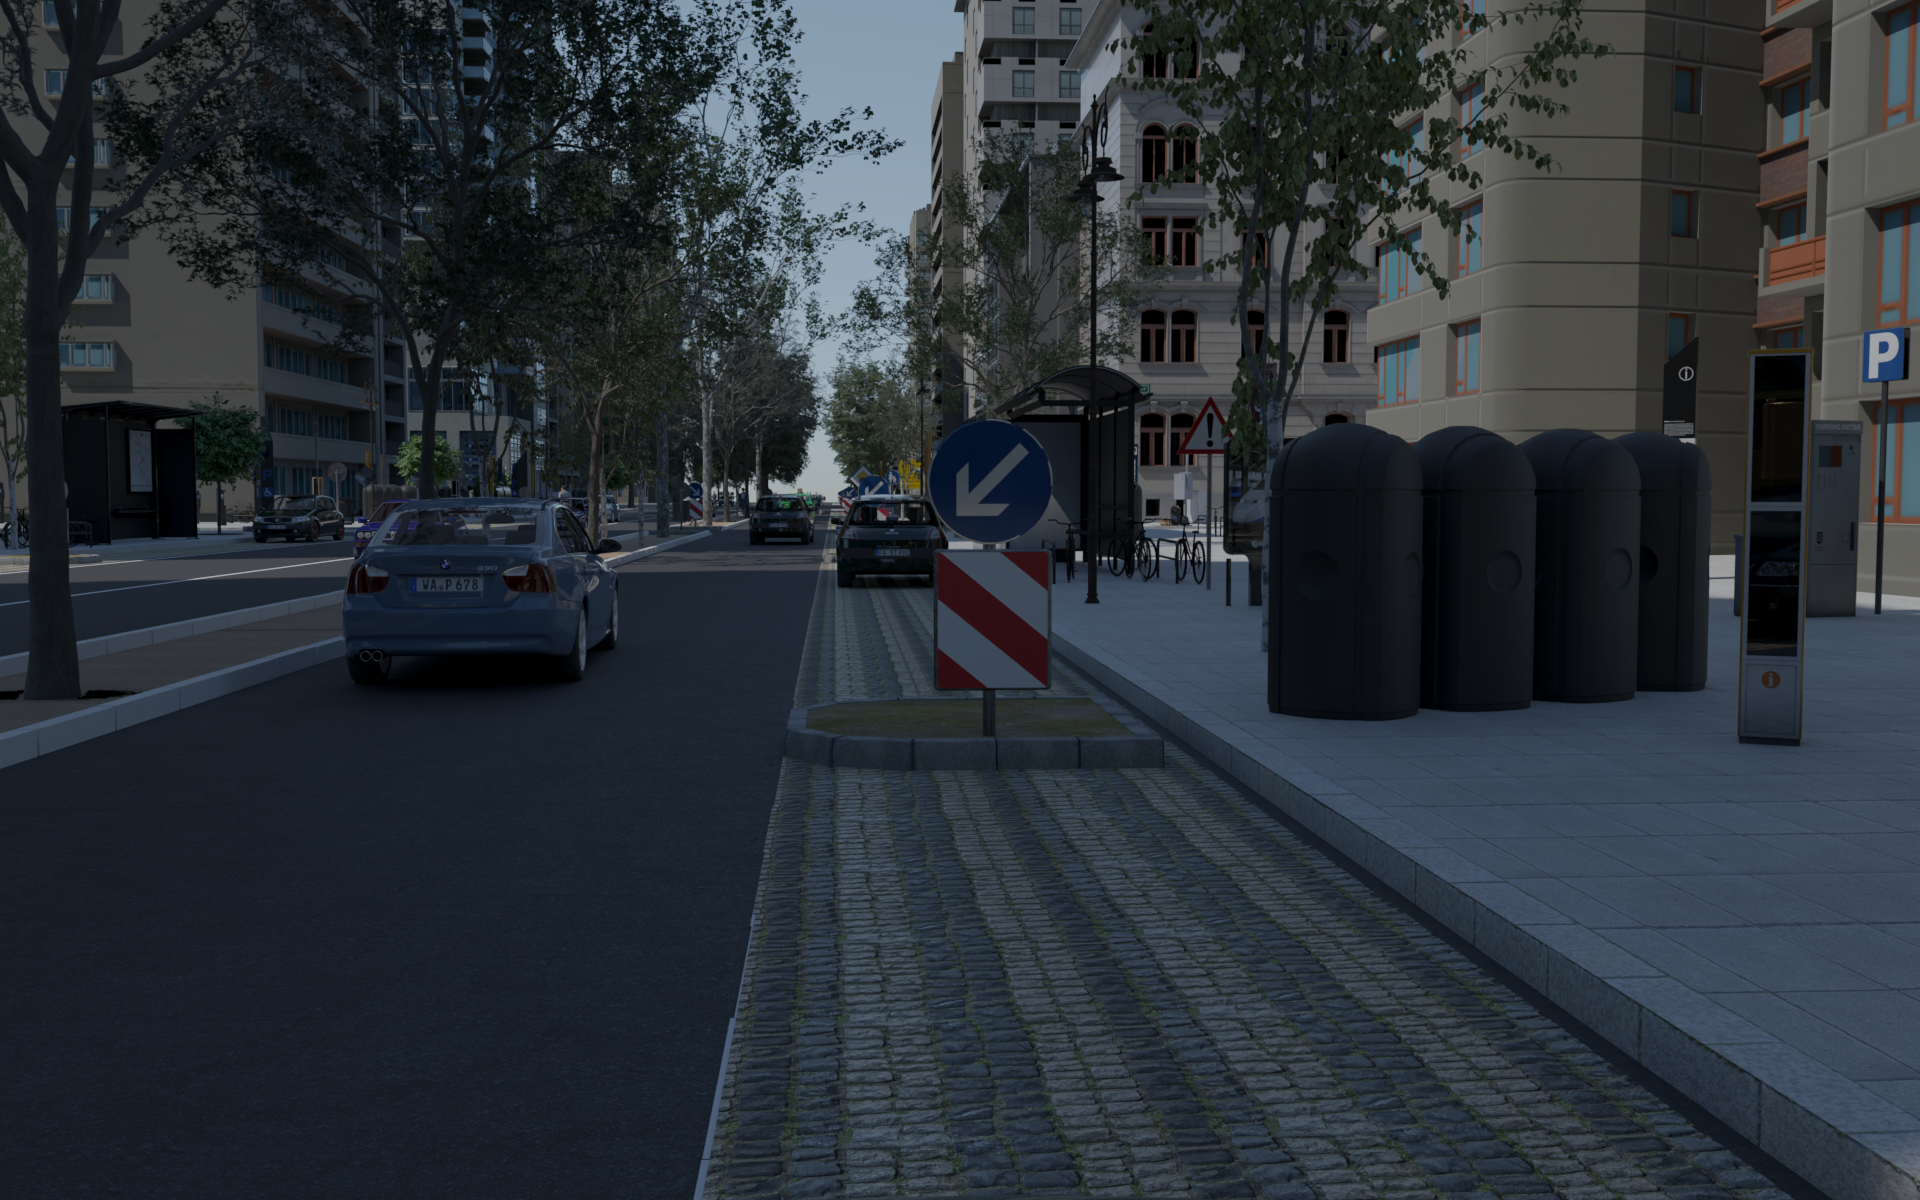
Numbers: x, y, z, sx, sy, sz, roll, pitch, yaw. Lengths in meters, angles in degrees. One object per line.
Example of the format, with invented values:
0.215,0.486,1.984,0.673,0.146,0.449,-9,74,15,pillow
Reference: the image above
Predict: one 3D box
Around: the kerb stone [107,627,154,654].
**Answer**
-7.672,0.387,15.882,0.120,0.150,1.000,0,4,-4,kerb stone

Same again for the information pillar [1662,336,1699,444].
10.748,-2.111,25.865,0.504,3.616,0.183,3,4,37,information pillar

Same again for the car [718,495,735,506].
-27.430,-11.668,203.355,1.945,1.354,3.894,0,4,-5,car

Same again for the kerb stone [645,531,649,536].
-10.770,-2.243,58.869,0.120,0.150,1.000,0,4,-4,kerb stone

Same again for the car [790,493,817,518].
-7.988,-4.668,85.112,1.959,1.807,4.718,0,4,-4,car

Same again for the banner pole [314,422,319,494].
-22.351,-4.295,60.239,0.401,3.779,0.863,-1,4,-23,banner pole

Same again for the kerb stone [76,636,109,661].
-7.597,0.449,14.856,0.120,0.150,1.000,0,4,-4,kerb stone

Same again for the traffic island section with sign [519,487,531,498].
-22.894,-5.040,91.038,1.989,1.847,2.006,0,4,-4,traffic island section with sign

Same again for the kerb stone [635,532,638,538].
-10.561,-2.052,55.798,0.120,0.150,1.000,0,4,-4,kerb stone

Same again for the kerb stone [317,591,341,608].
-8.105,0.016,22.020,0.120,0.150,1.000,0,4,-4,kerb stone

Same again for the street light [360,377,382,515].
-23.328,-5.867,68.716,0.468,5.910,1.993,0,4,-4,street light

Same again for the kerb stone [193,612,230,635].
-7.814,0.261,17.926,0.120,0.150,1.000,0,4,-4,kerb stone

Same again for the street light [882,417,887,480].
-4.387,-7.948,102.732,0.468,5.910,1.993,0,4,-4,street light

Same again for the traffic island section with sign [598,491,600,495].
-24.844,-6.685,117.922,1.989,1.847,2.006,0,4,-4,traffic island section with sign

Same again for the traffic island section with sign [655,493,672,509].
-28.463,-9.744,167.936,1.989,1.847,2.006,0,4,-4,traffic island section with sign

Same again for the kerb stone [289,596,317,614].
-8.034,0.073,20.995,0.120,0.150,1.000,0,4,-4,kerb stone

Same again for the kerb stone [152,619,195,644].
-7.742,0.325,16.902,0.120,0.150,1.000,0,4,-4,kerb stone

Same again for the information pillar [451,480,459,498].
-26.609,-5.311,91.320,0.304,2.012,0.304,0,4,5,information pillar

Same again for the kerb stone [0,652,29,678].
-7.519,0.514,13.832,0.120,0.150,1.000,0,4,-4,kerb stone

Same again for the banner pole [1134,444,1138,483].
7.450,-5.258,75.979,0.863,3.779,0.401,2,4,34,banner pole

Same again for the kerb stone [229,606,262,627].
-7.891,0.199,18.948,0.120,0.150,1.000,0,4,-4,kerb stone

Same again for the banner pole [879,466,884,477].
-6.062,-9.029,137.641,0.863,3.779,0.401,-2,4,-34,banner pole

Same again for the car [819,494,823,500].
-17.196,-12.047,207.188,2.015,1.641,3.980,0,4,-5,car

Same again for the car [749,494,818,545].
-5.169,-2.490,50.505,2.009,1.686,4.222,0,4,-2,car

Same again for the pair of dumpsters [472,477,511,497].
-26.867,-5.917,99.229,1.574,2.255,4.437,0,4,-4,pair of dumpsters

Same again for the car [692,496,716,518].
-15.336,-5.458,101.819,1.945,1.354,3.894,0,4,-2,car

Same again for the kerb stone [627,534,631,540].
-10.415,-1.930,53.750,0.120,0.150,1.000,0,4,-4,kerb stone

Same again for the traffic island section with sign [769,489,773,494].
-15.884,-8.283,143.568,2.006,1.907,1.989,0,4,-4,traffic island section with sign

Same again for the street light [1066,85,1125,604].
1.555,-2.899,20.182,0.468,5.910,1.993,0,4,-4,street light

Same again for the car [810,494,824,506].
-15.289,-10.381,181.738,2.014,1.417,4.499,0,4,-3,car

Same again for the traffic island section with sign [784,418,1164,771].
0.002,-0.076,9.870,1.989,1.847,2.006,0,4,-4,traffic island section with sign

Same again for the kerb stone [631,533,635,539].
-10.486,-1.993,54.775,0.120,0.150,1.000,0,4,-4,kerb stone

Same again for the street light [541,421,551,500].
-26.277,-8.393,110.013,0.468,5.910,1.993,0,4,-4,street light

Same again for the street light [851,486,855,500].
-18.994,-20.218,303.345,0.468,5.910,1.993,0,4,-4,street light

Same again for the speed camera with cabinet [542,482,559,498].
-31.531,-8.542,134.002,0.660,3.252,2.038,1,4,23,speed camera with cabinet

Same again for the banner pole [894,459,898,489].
-3.757,-7.186,107.513,0.863,3.779,0.401,-2,4,-27,banner pole

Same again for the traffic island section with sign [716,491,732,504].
-34.425,-14.783,250.324,1.989,1.847,2.006,0,4,-4,traffic island section with sign

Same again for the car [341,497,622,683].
-3.892,-0.152,14.494,2.014,1.417,4.499,0,4,-6,car

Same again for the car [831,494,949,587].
-1.091,-1.105,27.849,2.009,1.686,4.222,0,4,-2,car

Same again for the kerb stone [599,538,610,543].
-10.036,-1.617,48.634,0.120,0.150,1.000,0,4,-4,kerb stone

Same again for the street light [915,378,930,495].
-1.339,-5.404,61.139,0.468,5.910,1.993,0,4,-4,street light

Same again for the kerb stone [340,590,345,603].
-8.187,-0.052,23.051,0.120,0.150,1.000,0,4,-4,kerb stone

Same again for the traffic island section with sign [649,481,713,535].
-9.920,-3.248,61.238,2.006,1.907,1.989,0,4,-4,traffic island section with sign

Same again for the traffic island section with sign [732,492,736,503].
-36.386,-16.427,277.208,1.989,1.847,2.006,0,4,-4,traffic island section with sign

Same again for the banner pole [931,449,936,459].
-1.064,-5.724,83.604,0.863,3.779,0.401,1,4,10,banner pole

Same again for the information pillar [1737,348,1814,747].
4.197,-0.271,8.920,0.304,2.012,0.304,2,4,25,information pillar

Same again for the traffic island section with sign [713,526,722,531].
-10.445,-3.700,68.626,2.006,1.907,1.989,0,4,-4,traffic island section with sign

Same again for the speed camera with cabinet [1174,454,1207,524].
9.982,-4.912,74.649,0.660,3.252,2.038,3,4,39,speed camera with cabinet

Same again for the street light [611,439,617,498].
-28.875,-10.503,144.508,0.468,5.910,1.993,0,4,-4,street light

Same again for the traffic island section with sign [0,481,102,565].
-18.877,-1.649,35.592,1.989,1.847,2.006,0,4,-4,traffic island section with sign

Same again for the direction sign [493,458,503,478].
-29.175,-7.163,109.114,0.876,3.537,0.379,1,4,23,direction sign

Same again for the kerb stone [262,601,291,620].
-7.964,0.138,19.968,0.120,0.150,1.000,0,4,-4,kerb stone

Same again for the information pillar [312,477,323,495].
-28.264,-4.389,76.244,0.304,2.012,0.304,1,4,13,information pillar

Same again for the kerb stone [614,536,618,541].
-10.191,-1.740,50.680,0.120,0.150,1.000,0,4,-4,kerb stone

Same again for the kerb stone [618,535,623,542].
-10.262,-1.805,51.709,0.120,0.150,1.000,0,4,-4,kerb stone

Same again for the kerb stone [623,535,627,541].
-10.339,-1.867,52.729,0.120,0.150,1.000,0,4,-4,kerb stone

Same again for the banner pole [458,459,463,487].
-35.957,-8.234,124.645,0.863,3.779,0.401,3,5,43,banner pole

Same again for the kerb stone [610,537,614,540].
-10.115,-1.676,49.660,0.120,0.150,1.000,0,4,-4,kerb stone
